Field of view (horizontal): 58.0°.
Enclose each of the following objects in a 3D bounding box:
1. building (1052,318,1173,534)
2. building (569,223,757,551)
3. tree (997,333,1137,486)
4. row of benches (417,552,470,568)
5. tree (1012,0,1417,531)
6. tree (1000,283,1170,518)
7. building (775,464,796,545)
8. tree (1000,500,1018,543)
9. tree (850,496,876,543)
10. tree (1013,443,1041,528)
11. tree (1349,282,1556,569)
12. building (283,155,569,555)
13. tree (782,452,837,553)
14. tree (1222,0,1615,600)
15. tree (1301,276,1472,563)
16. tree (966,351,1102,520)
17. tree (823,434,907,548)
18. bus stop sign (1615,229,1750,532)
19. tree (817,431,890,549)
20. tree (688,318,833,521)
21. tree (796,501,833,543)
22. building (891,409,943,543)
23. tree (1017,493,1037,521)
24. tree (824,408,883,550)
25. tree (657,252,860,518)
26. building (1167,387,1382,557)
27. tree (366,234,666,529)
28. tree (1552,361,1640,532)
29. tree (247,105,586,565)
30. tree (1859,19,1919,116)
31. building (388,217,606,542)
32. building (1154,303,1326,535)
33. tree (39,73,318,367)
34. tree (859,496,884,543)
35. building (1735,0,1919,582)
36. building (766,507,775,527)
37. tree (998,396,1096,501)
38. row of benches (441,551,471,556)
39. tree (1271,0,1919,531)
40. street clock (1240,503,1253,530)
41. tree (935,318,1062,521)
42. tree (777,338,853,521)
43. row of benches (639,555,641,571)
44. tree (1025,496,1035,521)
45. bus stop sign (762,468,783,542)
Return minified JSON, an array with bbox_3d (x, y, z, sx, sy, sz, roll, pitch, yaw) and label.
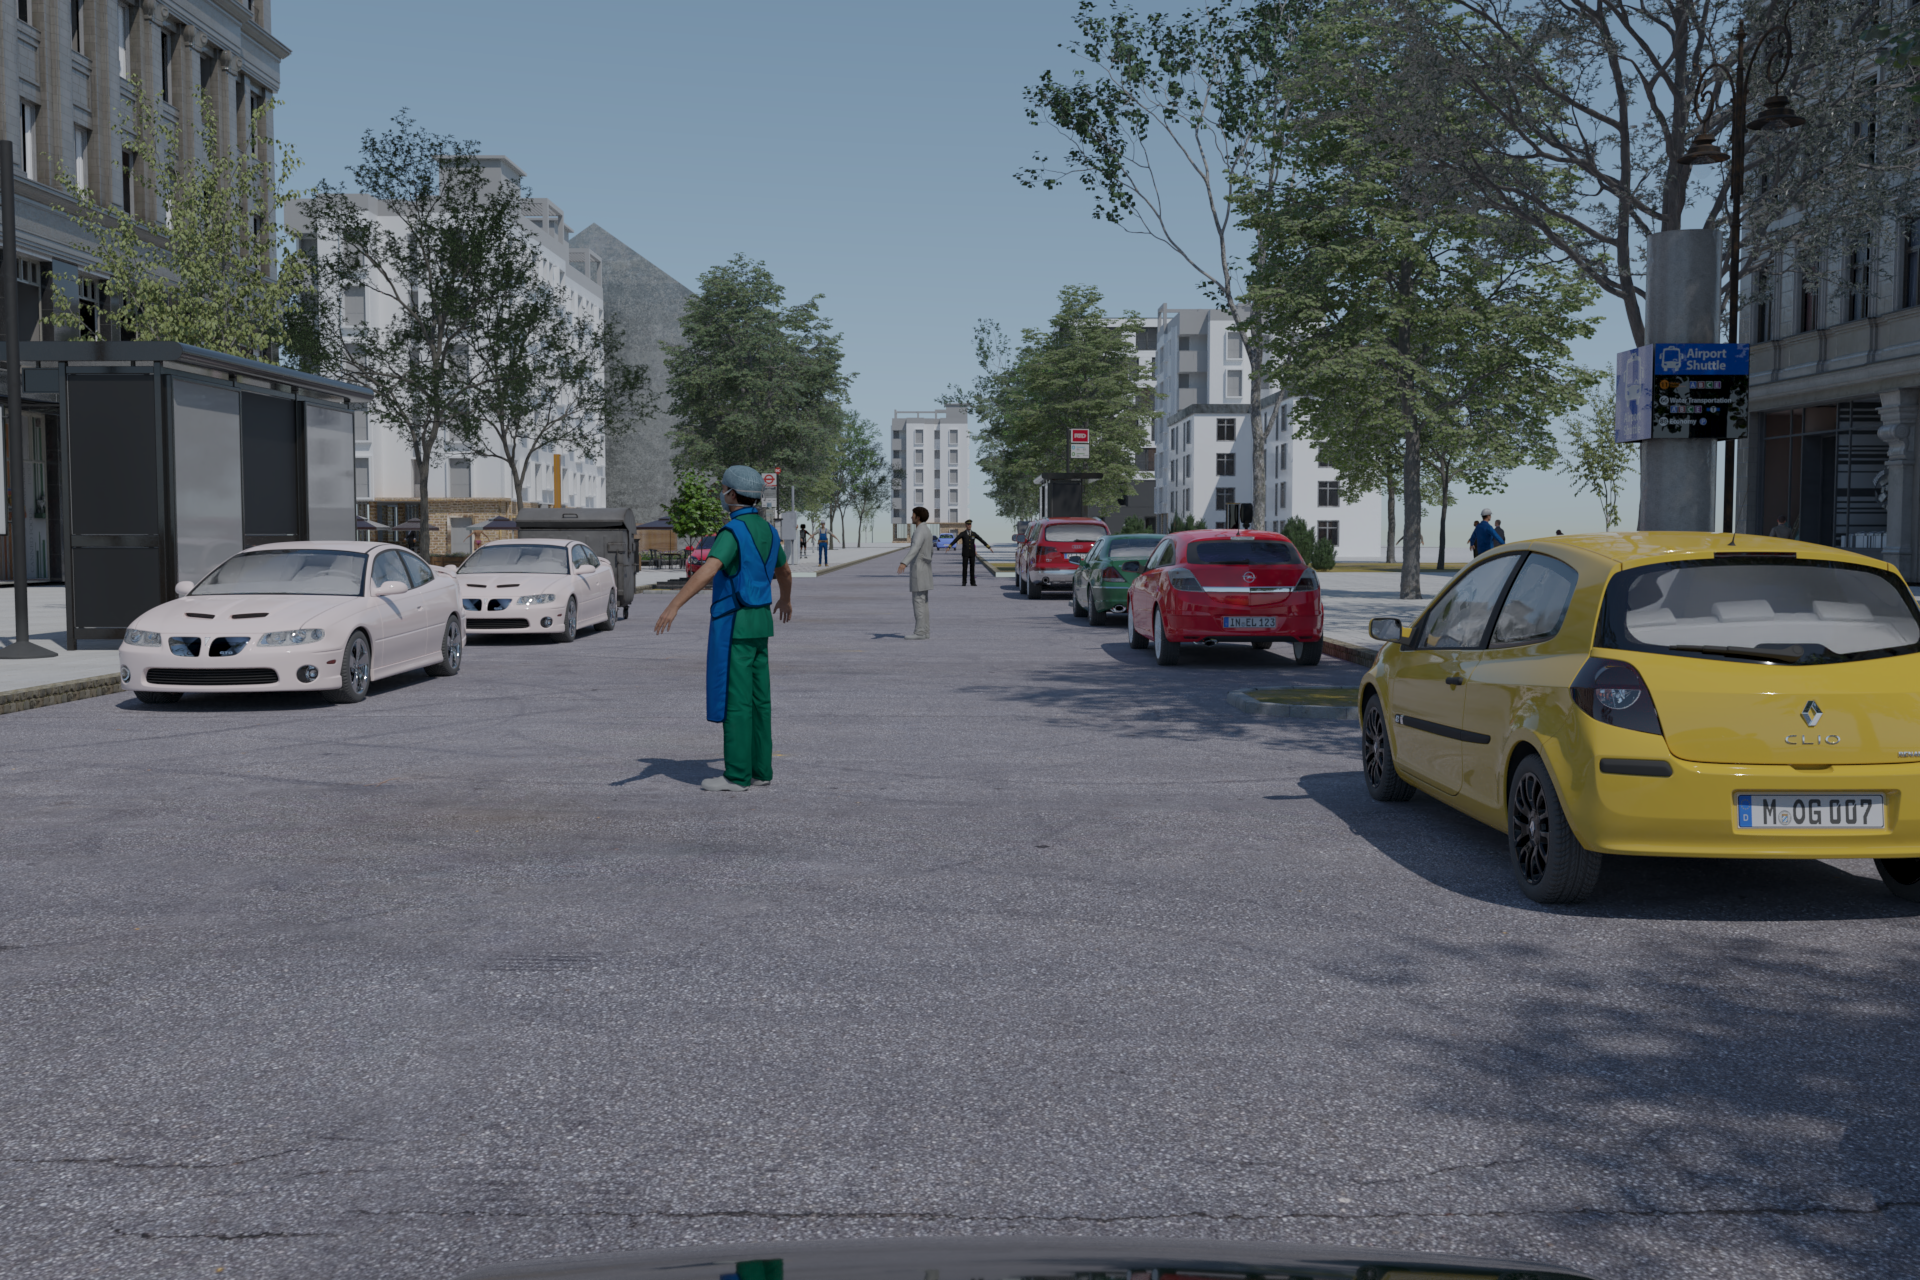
[{"bbox_3d":[23.317,-20.542,179.837,27.936,21.610,32.646,0,3,0],"label":"building"},{"bbox_3d":[-25.934,-18.400,131.776,19.493,23.208,18.063,0,4,-1],"label":"building"},{"bbox_3d":[5.495,-9.959,88.577,9.928,11.665,9.643,0,3,0],"label":"tree"},{"bbox_3d":[-17.864,-2.598,57.948,4.104,0.672,1.422,2,4,29],"label":"row of benches"},{"bbox_3d":[7.633,-11.773,48.381,12.611,20.169,13.585,0,3,0],"label":"tree"},{"bbox_3d":[5.676,-9.857,79.294,7.486,12.596,7.792,0,3,0],"label":"tree"},{"bbox_3d":[-26.052,-21.617,209.855,16.016,20.090,11.380,0,4,0],"label":"building"},{"bbox_3d":[8.217,-18.383,250.921,4.360,8.622,3.978,0,3,0],"label":"tree"},{"bbox_3d":[-13.255,-18.233,248.473,4.360,8.622,3.978,0,3,0],"label":"tree"},{"bbox_3d":[5.291,-10.898,128.546,4.737,8.622,4.395,0,3,0],"label":"tree"},{"bbox_3d":[17.736,-7.826,62.367,7.601,10.594,8.767,0,4,-2],"label":"tree"},{"bbox_3d":[-27.655,-14.158,87.903,16.016,20.090,11.380,0,4,-1],"label":"building"},{"bbox_3d":[-10.094,-10.189,116.950,4.737,8.622,4.395,0,3,0],"label":"tree"},{"bbox_3d":[8.550,-7.090,34.055,7.486,12.596,7.792,0,3,0],"label":"tree"},{"bbox_3d":[18.642,-9.675,76.311,7.486,12.596,7.792,0,3,0],"label":"tree"},{"bbox_3d":[5.492,-12.893,117.455,9.857,13.997,8.962,0,3,0],"label":"tree"},{"bbox_3d":[-9.349,-13.893,161.555,8.767,10.594,7.601,-2,4,-27],"label":"tree"},{"bbox_3d":[6.363,-1.609,15.326,0.837,3.901,0.837,0,4,0],"label":"bus stop sign"},{"bbox_3d":[-10.100,-13.271,151.385,8.767,10.594,7.601,0,4,6],"label":"tree"},{"bbox_3d":[-10.550,-10.448,88.958,7.486,12.596,7.792,0,3,0],"label":"tree"},{"bbox_3d":[-21.411,-19.561,254.237,7.601,10.594,8.767,0,4,5],"label":"tree"},{"bbox_3d":[-9.630,-24.127,253.358,11.380,20.090,16.016,-1,4,-9],"label":"building"},{"bbox_3d":[5.694,-11.755,142.556,4.737,8.622,4.395,0,3,0],"label":"tree"},{"bbox_3d":[-10.212,-13.061,139.296,9.928,11.665,9.643,0,3,0],"label":"tree"},{"bbox_3d":[-9.127,-10.504,78.399,9.857,13.997,8.962,0,3,0],"label":"tree"},{"bbox_3d":[19.505,-10.377,111.811,9.099,9.664,28.070,0,4,0],"label":"building"},{"bbox_3d":[-12.953,-7.141,51.173,8.767,10.594,7.601,-2,4,-24],"label":"tree"},{"bbox_3d":[27.189,-7.503,73.044,4.737,8.622,4.395,0,3,0],"label":"tree"},{"bbox_3d":[-12.306,-6.387,38.835,8.767,10.594,7.601,1,4,17],"label":"tree"},{"bbox_3d":[8.946,-6.231,8.527,9.857,13.997,8.962,0,3,0],"label":"tree"},{"bbox_3d":[-29.044,-15.194,104.840,16.016,20.090,11.380,0,4,0],"label":"building"},{"bbox_3d":[21.225,-17.499,142.520,16.016,20.090,11.380,0,4,-1],"label":"building"},{"bbox_3d":[-12.108,-4.727,27.656,4.737,8.622,4.395,0,3,0],"label":"tree"},{"bbox_3d":[-12.697,-18.650,255.295,4.360,8.622,3.978,0,3,0],"label":"tree"},{"bbox_3d":[27.253,-12.198,49.400,10.553,20.879,40.483,0,4,0],"label":"building"},{"bbox_3d":[-30.161,-21.797,187.315,19.493,23.208,18.063,0,4,-1],"label":"building"},{"bbox_3d":[5.429,-10.304,102.886,7.601,10.594,8.767,-3,4,-39],"label":"tree"},{"bbox_3d":[-16.659,-2.818,61.531,4.104,0.672,1.422,2,4,27],"label":"row of benches"},{"bbox_3d":[8.968,-6.834,22.103,12.009,13.543,11.850,0,3,0],"label":"tree"},{"bbox_3d":[6.669,-2.190,40.371,0.358,2.002,0.471,0,4,-1],"label":"street clock"},{"bbox_3d":[4.119,-18.199,153.446,12.611,20.169,13.585,0,3,0],"label":"tree"},{"bbox_3d":[-9.886,-11.107,99.719,7.486,12.596,7.792,0,3,0],"label":"tree"},{"bbox_3d":[-12.882,-2.667,59.073,4.104,0.672,1.422,-3,4,-37],"label":"row of benches"},{"bbox_3d":[10.620,-18.693,255.988,4.360,8.622,3.978,0,3,0],"label":"tree"},{"bbox_3d":[-7.518,-4.942,69.510,0.855,3.939,0.416,0,4,1],"label":"bus stop sign"}]
